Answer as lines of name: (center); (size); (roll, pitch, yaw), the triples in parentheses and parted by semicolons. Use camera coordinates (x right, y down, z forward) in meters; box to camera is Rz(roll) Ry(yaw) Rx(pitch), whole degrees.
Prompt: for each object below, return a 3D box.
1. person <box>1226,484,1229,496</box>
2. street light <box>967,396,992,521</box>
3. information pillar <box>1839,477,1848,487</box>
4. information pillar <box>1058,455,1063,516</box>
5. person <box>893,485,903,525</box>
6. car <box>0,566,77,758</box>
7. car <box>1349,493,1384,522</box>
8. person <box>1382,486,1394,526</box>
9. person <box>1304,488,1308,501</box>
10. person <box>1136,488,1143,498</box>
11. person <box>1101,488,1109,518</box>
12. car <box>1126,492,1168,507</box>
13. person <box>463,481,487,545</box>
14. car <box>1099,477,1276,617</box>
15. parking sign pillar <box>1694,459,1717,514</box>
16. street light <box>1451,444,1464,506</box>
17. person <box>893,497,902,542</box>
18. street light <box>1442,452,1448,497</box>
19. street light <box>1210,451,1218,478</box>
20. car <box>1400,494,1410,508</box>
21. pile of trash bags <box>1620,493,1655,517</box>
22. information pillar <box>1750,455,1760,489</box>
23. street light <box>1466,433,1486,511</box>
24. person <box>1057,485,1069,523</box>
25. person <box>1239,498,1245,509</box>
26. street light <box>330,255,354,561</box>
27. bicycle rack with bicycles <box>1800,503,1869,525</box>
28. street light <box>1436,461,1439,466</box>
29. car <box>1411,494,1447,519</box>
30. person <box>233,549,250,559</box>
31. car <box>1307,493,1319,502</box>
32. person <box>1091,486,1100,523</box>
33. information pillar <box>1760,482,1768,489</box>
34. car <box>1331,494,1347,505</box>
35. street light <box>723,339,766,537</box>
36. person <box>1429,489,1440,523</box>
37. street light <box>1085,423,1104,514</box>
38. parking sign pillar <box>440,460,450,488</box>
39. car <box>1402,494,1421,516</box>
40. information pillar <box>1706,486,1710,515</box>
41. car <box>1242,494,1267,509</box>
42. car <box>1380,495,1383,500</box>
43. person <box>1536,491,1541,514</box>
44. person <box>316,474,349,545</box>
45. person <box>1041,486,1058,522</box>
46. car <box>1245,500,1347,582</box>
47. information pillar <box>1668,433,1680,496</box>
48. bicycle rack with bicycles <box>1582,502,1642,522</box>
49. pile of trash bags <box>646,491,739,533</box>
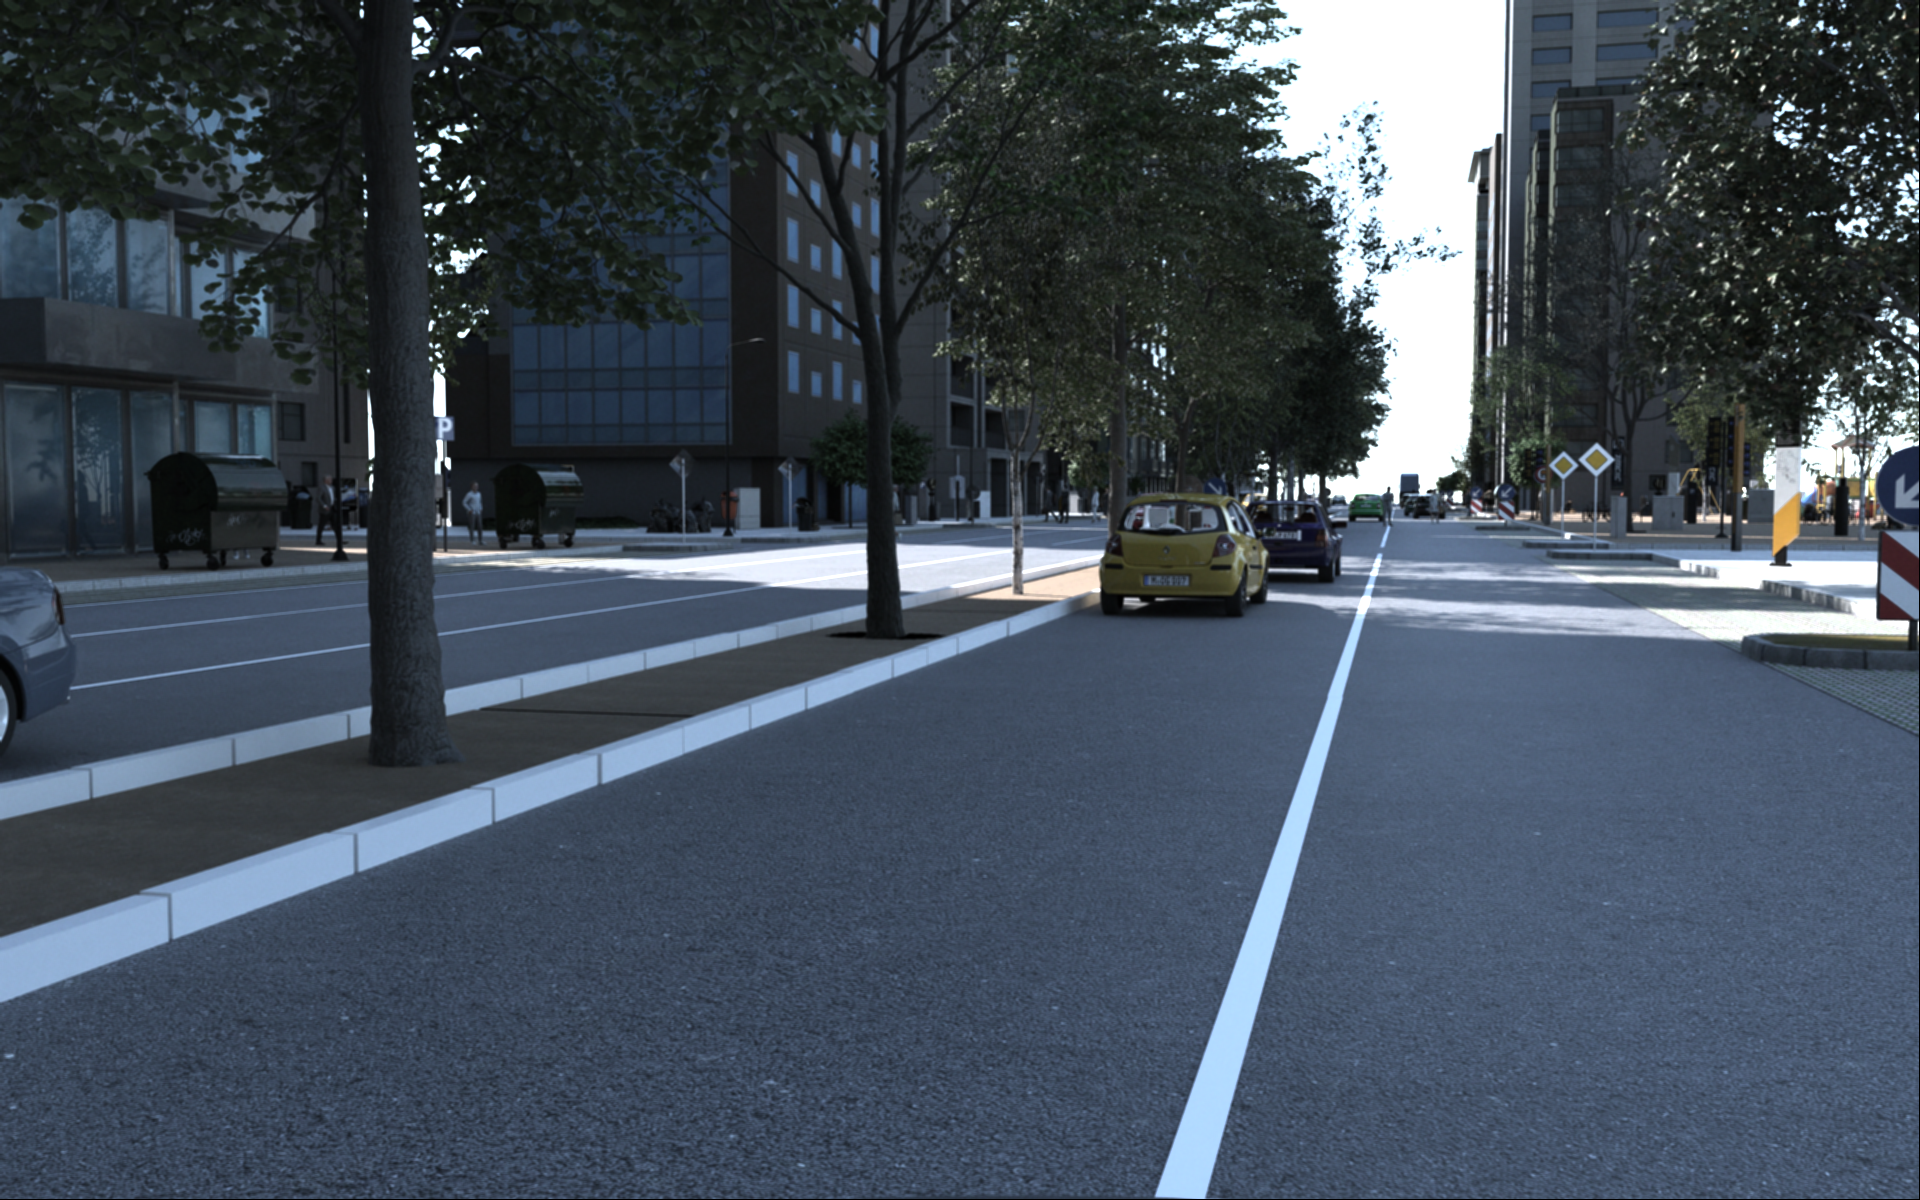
person: (8.033, -2.724, 53.216); (0.466, 1.800, 0.511); (-1, 4, -12)
street light: (1.047, -6.711, 82.265); (1.470, 5.913, 1.316); (1, 4, 14)
information pillar: (39.113, -4.418, 76.724); (0.304, 2.012, 0.304); (2, 4, 34)
information pillar: (6.001, -6.820, 102.867); (0.183, 3.616, 0.504); (-1, 4, -20)
person: (-2.350, -3.210, 61.476); (0.515, 1.767, 0.782); (-1, 4, -21)
car: (-6.169, 0.259, 7.774); (2.014, 1.417, 4.499); (1, 4, 16)
car: (21.590, -5.079, 91.839); (1.959, 1.807, 4.718); (1, 4, 15)
person: (19.212, -4.221, 77.695); (0.511, 1.800, 0.466); (-1, 4, -16)
person: (20.895, -5.910, 105.308); (0.473, 1.802, 0.592); (1, 4, 10)
person: (11.134, -6.030, 107.269); (0.419, 1.800, 0.721); (1, 4, 21)
person: (8.844, -5.850, 104.570); (0.576, 1.772, 0.534); (-1, 4, -19)
car: (6.391, -2.850, 55.638); (2.155, 1.783, 4.494); (1, 4, 13)
person: (-12.160, -2.172, 43.374); (0.330, 1.601, 0.589); (3, 5, 44)
car: (2.900, -0.708, 21.803); (2.015, 1.641, 3.980); (1, 4, 16)
parking sign pillar: (47.740, -7.492, 110.969); (1.447, 3.967, 1.447); (2, 4, 26)
street light: (46.909, -11.577, 161.829); (1.470, 5.913, 1.316); (1, 4, 14)
person: (-2.068, -2.539, 50.757); (0.760, 1.731, 0.466); (1, 4, 9)
street light: (54.830, -13.498, 193.239); (1.470, 5.913, 1.316); (1, 4, 14)
street light: (27.549, -13.095, 186.639); (1.470, 5.913, 1.316); (1, 4, 14)
car: (45.372, -10.089, 174.743); (2.009, 1.686, 4.222); (1, 4, 16)
pile of trash bags: (39.504, -5.463, 99.077); (3.447, 1.369, 1.912); (0, 4, 1)
information pillar: (47.234, -6.824, 102.931); (0.504, 3.616, 0.183); (0, 4, 1)
street light: (39.171, -9.705, 131.212); (1.470, 5.913, 1.316); (1, 4, 14)
person: (5.115, -4.736, 85.300); (0.474, 1.900, 0.648); (-2, 4, -26)
person: (9.205, -2.698, 56.856); (0.306, 1.304, 0.590); (-1, 4, -13)
street light: (-11.405, -3.698, 33.006); (1.470, 5.913, 1.316); (1, 4, 14)
bicycle rack with bicycles: (36.073, -3.549, 71.400); (2.852, 0.926, 2.925); (0, 4, 2)
street light: (67.632, -16.578, 243.591); (1.470, 5.913, 1.316); (1, 4, 14)
car: (27.383, -5.584, 101.091); (2.009, 1.686, 4.222); (1, 4, 13)
person: (-14.219, -1.724, 34.411); (0.709, 1.800, 0.728); (-1, 4, -14)
car: (31.732, -8.923, 154.931); (2.155, 1.783, 4.494); (1, 4, 16)
person: (6.818, -4.795, 86.781); (0.818, 1.842, 0.514); (-3, 5, -43)
information pillar: (47.386, -5.972, 102.127); (0.304, 2.012, 0.304); (-1, 4, -21)
car: (50.243, -13.316, 229.512); (2.131, 1.459, 4.920); (1, 4, 16)
street light: (-6.498, -4.867, 52.111); (1.470, 5.913, 1.316); (1, 4, 14)
person: (23.160, -4.595, 84.635); (0.512, 1.701, 0.522); (-2, 4, -30)
street light: (8.830, -8.552, 112.358); (1.470, 5.913, 1.316); (1, 4, 14)
parking sign pillar: (-40.526, -9.074, 136.834); (1.447, 3.967, 1.447); (1, 4, 16)
car: (30.277, -6.265, 114.237); (2.131, 1.459, 4.920); (1, 4, 13)
information pillar: (44.915, -6.098, 104.187); (0.304, 2.012, 0.304); (2, 4, 31)
car: (17.818, -5.744, 104.144); (2.015, 1.641, 3.980); (1, 4, 13)
car: (38.433, -8.981, 159.196); (2.083, 1.381, 4.827); (1, 4, 13)
person: (38.222, -6.596, 113.988); (0.850, 1.850, 0.679); (-3, 5, -40)
person: (-15.831, -2.269, 43.545); (0.834, 1.777, 0.661); (1, 4, 11)
person: (4.609, -4.918, 88.868); (0.822, 1.834, 0.622); (1, 4, 19)
car: (5.592, -1.040, 29.584); (1.945, 1.354, 3.894); (1, 4, 15)
information pillar: (27.514, -4.613, 66.775); (0.183, 3.616, 0.504); (-1, 4, -22)
bicycle rack with bicycles: (29.799, -4.055, 79.684); (2.925, 0.926, 2.852); (-2, 4, -24)
pile of trash bags: (-8.718, -2.898, 57.140); (3.447, 1.369, 1.912); (2, 4, 30)
